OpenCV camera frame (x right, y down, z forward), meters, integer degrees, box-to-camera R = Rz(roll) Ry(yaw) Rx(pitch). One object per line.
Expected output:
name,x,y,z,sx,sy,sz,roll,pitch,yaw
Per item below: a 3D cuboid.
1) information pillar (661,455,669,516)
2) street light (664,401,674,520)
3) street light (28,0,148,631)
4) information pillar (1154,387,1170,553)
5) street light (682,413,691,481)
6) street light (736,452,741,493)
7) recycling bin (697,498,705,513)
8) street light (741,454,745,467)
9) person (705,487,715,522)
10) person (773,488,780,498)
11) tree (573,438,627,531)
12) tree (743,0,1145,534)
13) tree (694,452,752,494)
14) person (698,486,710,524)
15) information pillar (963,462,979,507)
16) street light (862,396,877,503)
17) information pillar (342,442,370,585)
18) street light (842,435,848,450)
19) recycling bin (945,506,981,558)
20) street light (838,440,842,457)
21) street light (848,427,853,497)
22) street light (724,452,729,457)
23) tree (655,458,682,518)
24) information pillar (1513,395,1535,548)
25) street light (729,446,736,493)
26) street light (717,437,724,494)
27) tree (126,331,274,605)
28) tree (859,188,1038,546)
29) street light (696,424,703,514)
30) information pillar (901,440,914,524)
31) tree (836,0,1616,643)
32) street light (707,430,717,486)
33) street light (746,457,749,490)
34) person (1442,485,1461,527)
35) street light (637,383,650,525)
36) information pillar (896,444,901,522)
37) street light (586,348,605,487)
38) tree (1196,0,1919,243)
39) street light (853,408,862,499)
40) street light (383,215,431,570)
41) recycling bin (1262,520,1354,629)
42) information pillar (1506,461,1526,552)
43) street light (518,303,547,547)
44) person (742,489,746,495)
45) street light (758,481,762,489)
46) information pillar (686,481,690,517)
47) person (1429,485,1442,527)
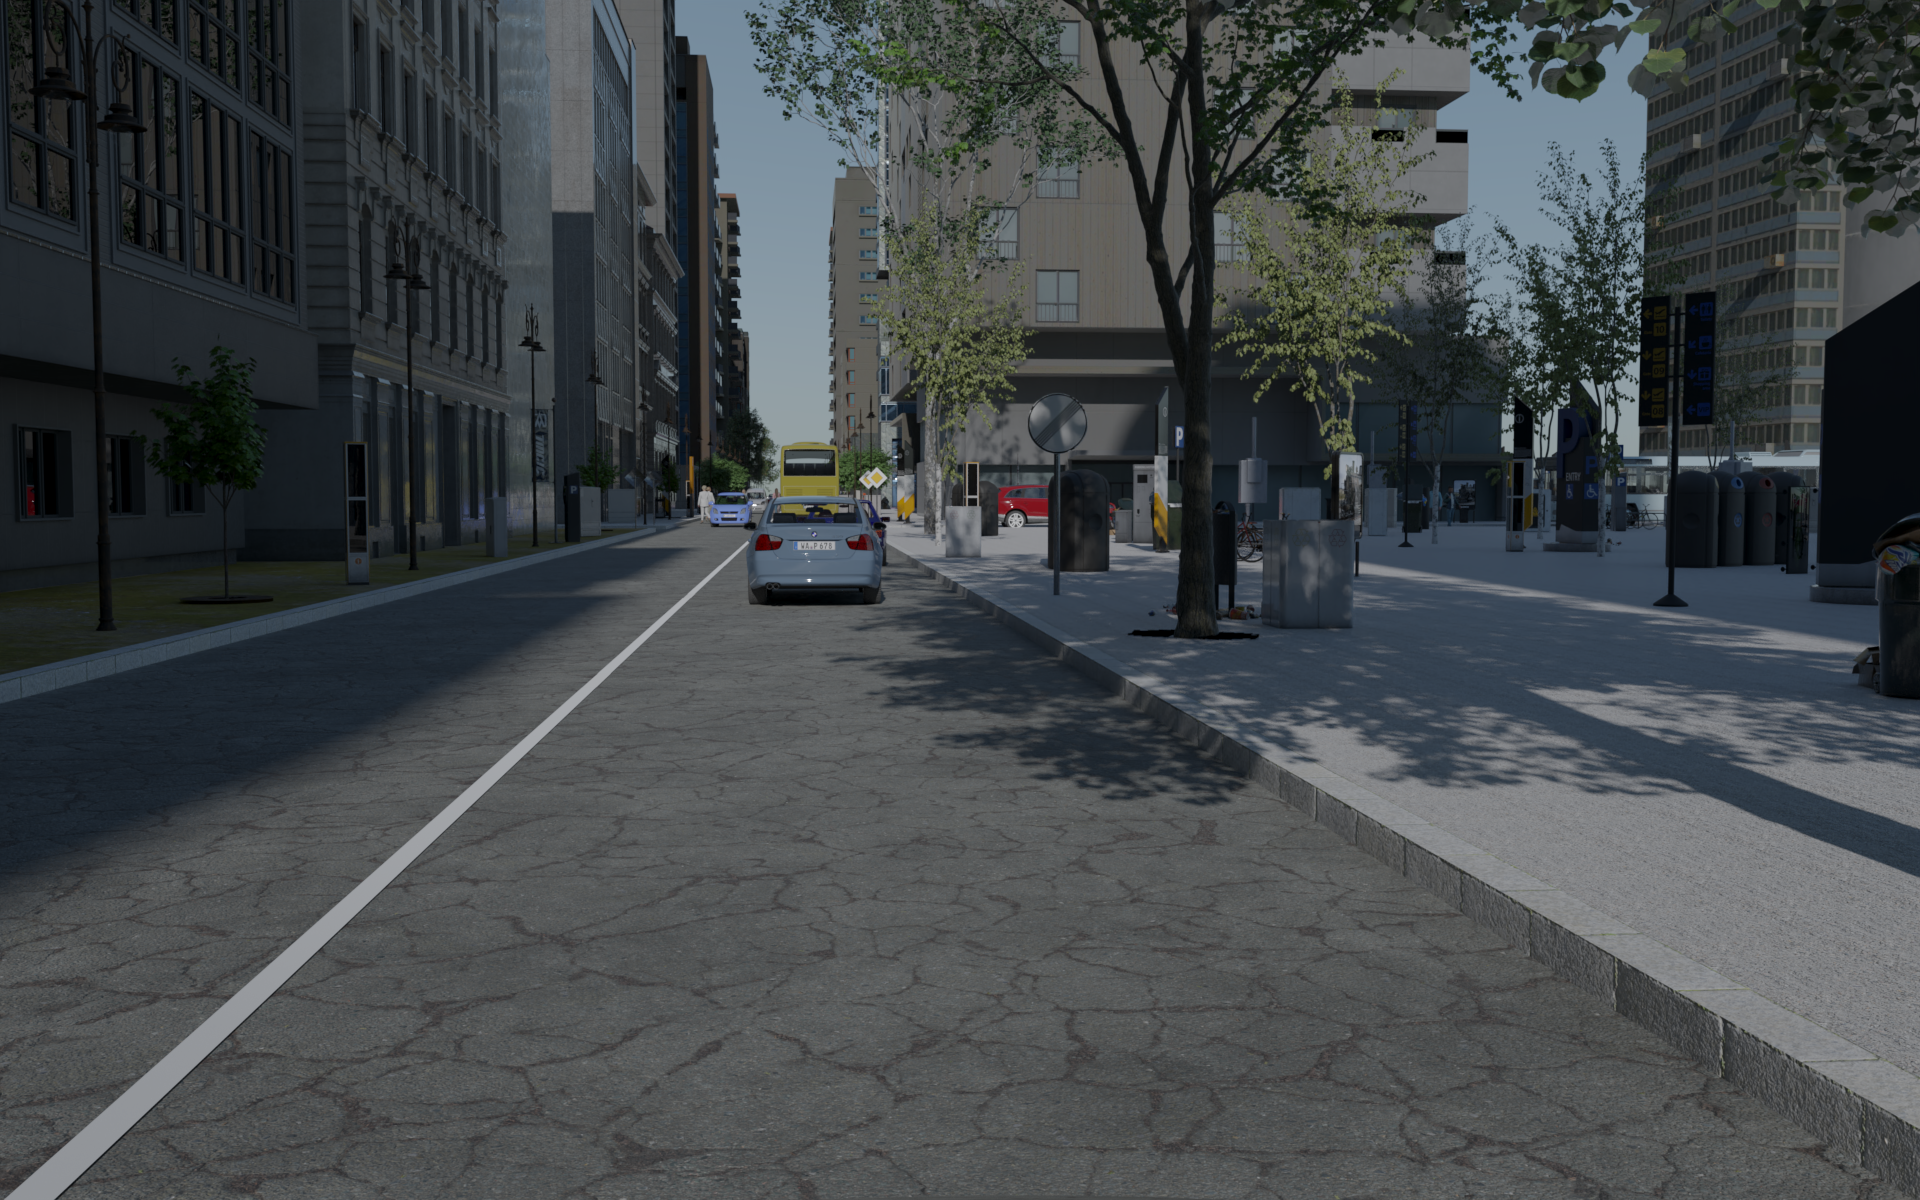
information pillar,-17.060,-6.671,100.428,0.504,3.616,0.183,1,4,20
street light,-14.473,-6.932,86.121,0.468,5.910,1.993,0,4,-5
street light,-8.030,-2.650,16.118,0.468,5.910,1.993,0,4,-5
information pillar,4.388,-2.835,37.713,0.183,3.616,0.504,2,4,32
street light,-15.618,-7.723,99.055,0.468,5.910,1.993,0,4,-5
street light,-22.686,-12.364,174.942,0.468,5.910,1.993,0,4,-5
recycling bin,-17.345,-6.401,117.211,0.722,1.027,0.722,-2,4,-30
street light,-23.863,-13.155,187.873,0.468,5.910,1.993,0,4,-5
person,-12.986,-4.941,89.508,0.478,1.798,0.641,2,4,32
person,-11.843,-6.313,111.720,0.555,1.821,0.388,-2,4,-35
tree,-12.636,-3.995,59.923,1.663,3.219,1.824,0,3,0
tree,0.507,-12.168,54.838,12.611,20.169,13.585,0,3,0
tree,-19.038,-9.196,134.073,4.285,4.588,4.351,0,3,0
person,-12.241,-4.576,83.194,0.514,1.842,0.818,-3,5,-43
information pillar,0.254,-2.166,39.902,0.304,2.012,0.304,-1,4,-14
street light,-4.098,-6.547,79.836,0.468,5.910,1.993,0,4,-5
information pillar,-8.519,-1.220,24.440,0.304,2.012,0.304,-2,4,-25
street light,-7.668,-8.954,119.183,0.468,5.910,1.993,0,4,-5
recycling bin,0.064,-1.393,35.337,0.722,1.027,0.722,0,4,-1
street light,-8.867,-9.767,132.484,0.468,5.910,1.993,0,4,-5
street light,-6.407,-8.129,105.703,0.468,5.910,1.993,0,4,-5
street light,-20.300,-10.749,148.535,0.468,5.910,1.993,0,4,-5
tree,-15.404,-5.981,92.391,1.663,3.219,1.824,0,3,0
information pillar,13.271,-3.028,40.855,0.504,3.616,0.183,3,5,40
street light,-21.501,-11.573,162.011,0.468,5.910,1.993,0,4,-5
street light,-19.323,-10.127,138.371,0.468,5.910,1.993,0,4,-5
tree,-8.712,-1.593,20.651,1.663,3.219,1.824,0,3,0
tree,-0.294,-5.650,42.734,4.737,8.622,4.395,0,3,0
street light,-16.848,-8.513,111.982,0.468,5.910,1.993,0,4,-5
information pillar,-2.201,-5.106,74.832,0.504,3.616,0.183,3,4,36
tree,1.944,-5.468,15.150,9.928,11.665,9.643,0,3,0
street light,-18.042,-9.329,125.310,0.468,5.910,1.993,0,4,-5
street light,-25.097,-13.946,200.800,0.468,5.910,1.993,0,4,-5
person,19.877,-3.754,70.220,0.623,1.781,0.721,-3,5,-39
street light,-13.173,-6.085,72.285,0.468,5.910,1.993,0,4,-5
information pillar,-2.710,-5.469,80.775,0.504,3.616,0.183,1,4,20
street light,-11.559,-5.029,55.006,0.468,5.910,1.993,0,4,-5
tree,3.559,-5.961,4.126,9.857,13.997,8.962,0,3,0
street light,-5.317,-7.338,92.763,0.468,5.910,1.993,0,4,-5
street light,-9.223,-3.441,29.048,0.468,5.910,1.993,0,4,-5
recycling bin,3.376,-0.262,16.831,0.722,1.027,0.722,0,4,-5
information pillar,12.333,-2.078,38.461,0.304,2.012,0.304,0,4,-4
street light,-10.358,-4.238,42.077,0.468,5.910,1.993,0,4,-5
person,-17.110,-7.891,137.698,0.709,1.800,0.728,1,4,15
street light,-31.373,-18.164,269.768,0.468,5.910,1.993,0,4,-5
information pillar,-14.971,-5.591,95.910,0.304,2.012,0.304,1,4,10
person,18.949,-3.710,69.024,0.748,1.841,0.638,-3,5,-40
